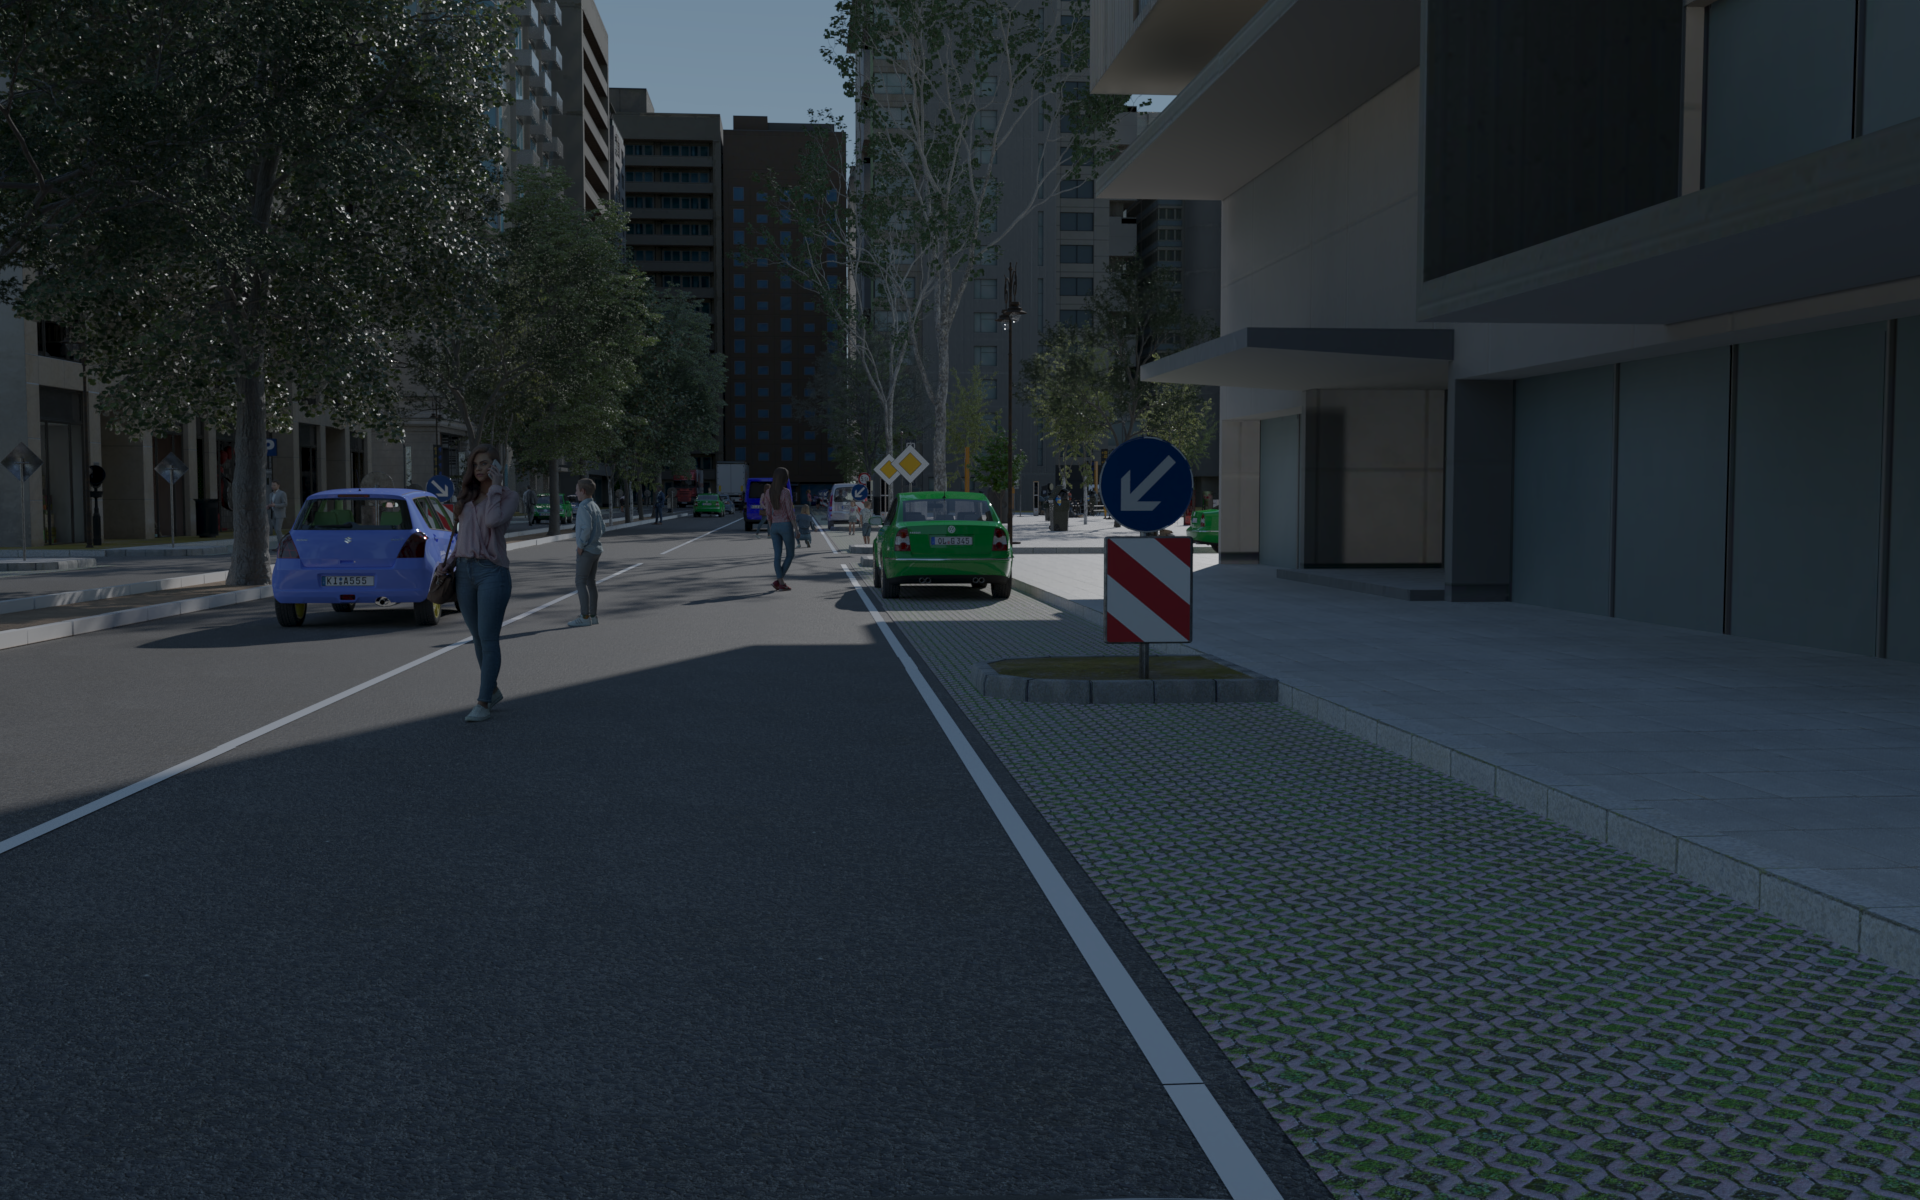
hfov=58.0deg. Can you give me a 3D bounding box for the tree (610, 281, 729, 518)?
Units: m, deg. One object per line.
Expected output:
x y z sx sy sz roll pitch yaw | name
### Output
-18.308 -11.928 104.141 9.857 13.997 8.962 0 3 0 | tree

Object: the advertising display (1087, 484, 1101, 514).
8.548 -6.444 110.574 0.974 1.923 0.123 -2 4 -32 | advertising display

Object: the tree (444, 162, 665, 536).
-14.062 -8.494 59.456 7.486 12.596 7.792 0 3 0 | tree

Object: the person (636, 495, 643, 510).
-28.613 -8.924 154.280 0.709 1.838 0.599 1 4 16 | person

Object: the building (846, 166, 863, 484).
-6.512 -32.162 209.446 14.086 41.232 14.154 0 4 -5 | building

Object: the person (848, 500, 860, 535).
-3.642 -2.837 59.906 0.505 1.210 0.382 1 4 17 | person

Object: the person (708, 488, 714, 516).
-16.082 -6.317 111.556 0.659 1.850 0.755 1 4 10 | person

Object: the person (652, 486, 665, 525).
-14.103 -4.434 81.174 0.721 1.800 0.419 3 5 43 | person

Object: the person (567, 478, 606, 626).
-4.094 -0.533 19.023 0.330 1.601 0.589 1 4 16 | person

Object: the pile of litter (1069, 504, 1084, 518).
6.135 -4.878 93.724 1.176 0.858 1.719 0 4 -1 | pile of litter

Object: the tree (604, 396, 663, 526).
-15.529 -7.587 76.859 4.737 8.622 4.395 0 3 0 | tree

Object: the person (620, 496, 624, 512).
-26.362 -7.596 135.887 0.628 1.438 0.799 0 4 1 | person

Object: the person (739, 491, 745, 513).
-16.706 -7.533 133.135 0.593 1.643 0.415 -1 4 -13 | person

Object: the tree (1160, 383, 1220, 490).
14.508 -9.887 112.022 4.737 8.622 4.395 0 3 0 | tree

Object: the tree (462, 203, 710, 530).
-14.835 -9.088 68.050 9.611 12.733 9.660 0 3 0 | tree

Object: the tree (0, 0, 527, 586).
-11.207 -7.208 26.959 9.857 13.997 8.962 0 3 0 | tree

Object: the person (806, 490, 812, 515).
-10.472 -6.842 121.083 0.721 1.743 1.217 0 4 2 | person

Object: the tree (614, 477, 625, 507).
-34.695 -11.102 176.116 1.663 3.219 1.824 0 3 0 | tree

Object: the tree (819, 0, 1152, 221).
-0.018 -12.065 53.155 12.611 20.169 13.585 0 3 0 | tree

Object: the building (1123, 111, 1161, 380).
29.353 -36.559 217.343 30.456 49.044 23.786 0 4 -5 | building

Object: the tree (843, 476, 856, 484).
-10.364 -10.017 158.385 1.663 3.219 1.824 0 3 0 | tree

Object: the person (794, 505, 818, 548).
-4.298 -1.989 46.511 1.012 1.151 0.738 -1 4 -10 | person

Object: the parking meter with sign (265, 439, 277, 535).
-21.637 -3.508 53.610 0.543 3.016 1.738 0 4 -6 | parking meter with sign

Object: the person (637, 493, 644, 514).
-23.418 -7.257 126.776 0.705 1.869 1.348 -2 4 -24 | person

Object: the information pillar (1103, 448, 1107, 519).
7.460 -5.971 88.985 0.183 3.616 0.504 0 4 -2 | information pillar

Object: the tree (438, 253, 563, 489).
-13.712 -6.035 51.491 4.360 8.622 3.978 0 3 0 | tree

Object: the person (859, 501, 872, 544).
-2.499 -1.993 45.776 0.332 1.250 0.352 1 4 14 | person

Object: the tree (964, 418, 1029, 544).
0.916 -3.050 44.464 1.663 3.219 1.824 0 3 0 | tree

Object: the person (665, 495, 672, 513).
-22.179 -7.502 131.873 0.721 1.735 1.217 2 4 26 | person

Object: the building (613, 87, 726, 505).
-39.088 -35.884 210.399 21.600 48.544 21.300 0 4 -5 | building

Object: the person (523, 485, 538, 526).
-19.351 -4.248 78.056 0.679 1.850 0.850 0 4 -3 | person

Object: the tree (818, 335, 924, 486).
-6.365 -12.511 122.680 7.486 12.596 7.792 0 3 0 | tree

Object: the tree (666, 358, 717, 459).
-15.929 -8.941 83.047 8.767 10.594 7.601 0 4 -5 | tree

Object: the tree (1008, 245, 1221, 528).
6.039 -8.033 65.750 8.767 10.594 7.601 0 4 -5 | tree

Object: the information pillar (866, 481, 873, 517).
-4.928 -5.487 94.206 0.304 2.012 0.304 1 4 17 | information pillar

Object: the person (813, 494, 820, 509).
-12.463 -8.496 150.640 0.697 1.427 0.421 2 4 35 | person

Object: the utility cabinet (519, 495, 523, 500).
-28.702 -6.439 113.950 0.318 1.500 1.173 0 4 -2 | utility cabinet

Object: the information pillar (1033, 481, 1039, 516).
4.425 -5.894 100.860 0.304 2.012 0.304 0 4 2 | information pillar

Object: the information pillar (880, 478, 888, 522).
-3.459 -4.598 79.676 0.304 2.012 0.304 2 4 34 | information pillar

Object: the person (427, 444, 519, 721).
-3.058 -0.125 11.138 0.593 1.750 0.643 1 4 22 | person

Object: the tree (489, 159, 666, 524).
-12.484 -6.615 45.018 8.767 10.594 7.601 0 4 -5 | tree

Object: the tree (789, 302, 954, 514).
-5.798 -12.263 110.866 12.009 13.543 11.850 0 3 0 | tree

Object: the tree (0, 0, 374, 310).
-10.000 -4.941 17.658 8.767 10.594 7.601 0 4 -5 | tree

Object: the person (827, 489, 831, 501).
-10.556 -8.044 140.028 0.705 1.823 1.348 -1 4 -21 | person

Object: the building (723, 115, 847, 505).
-20.938 -34.163 208.676 14.200 45.320 14.600 0 4 -5 | building

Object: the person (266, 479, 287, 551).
-17.198 -2.126 43.454 0.606 1.804 0.583 2 4 24 | person

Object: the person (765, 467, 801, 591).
-2.610 -1.046 25.610 0.555 1.821 0.388 1 4 21 | person

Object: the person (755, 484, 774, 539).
-6.289 -2.861 55.861 0.643 1.750 0.593 3 5 40 | person

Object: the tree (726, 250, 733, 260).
-4.824 -14.103 86.478 12.611 20.169 13.585 0 3 0 | tree
